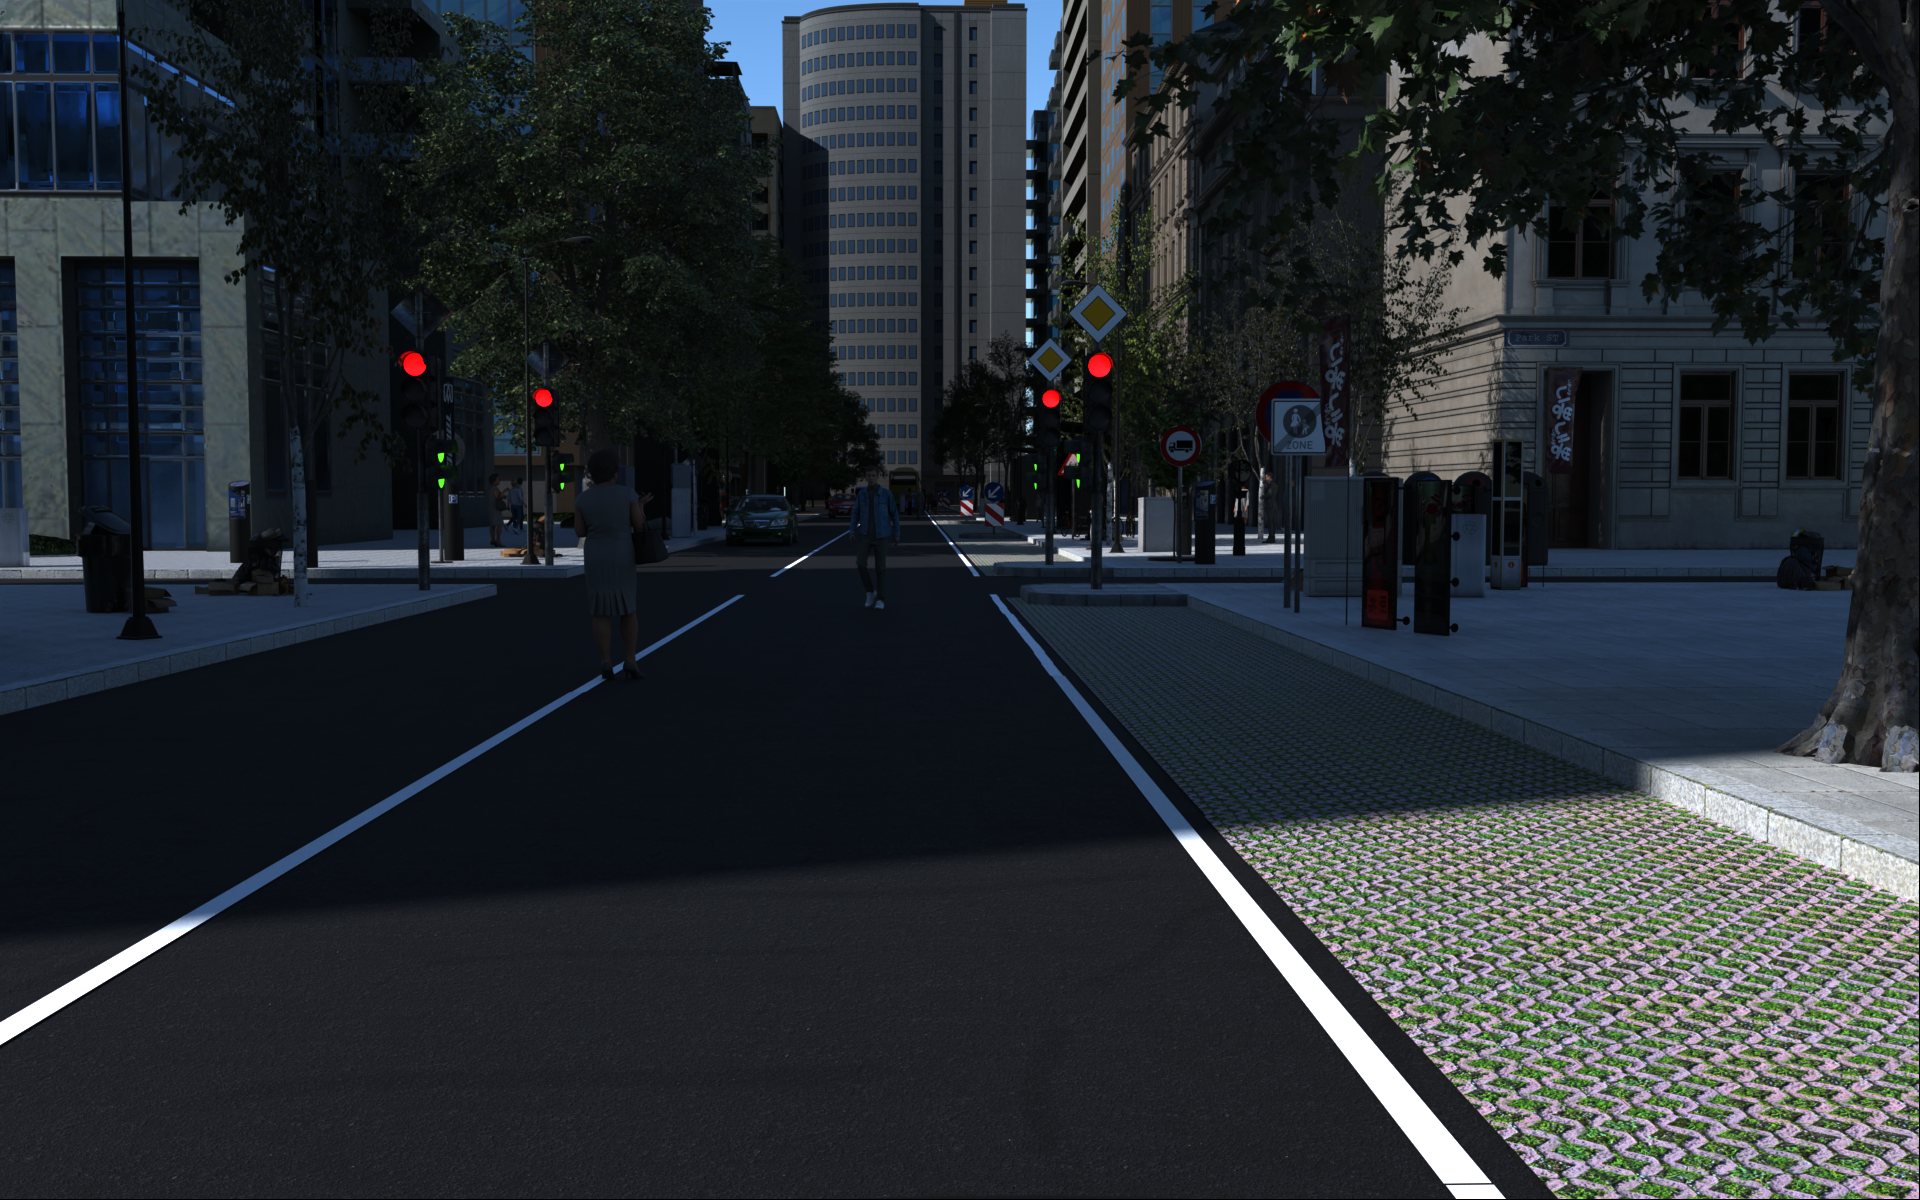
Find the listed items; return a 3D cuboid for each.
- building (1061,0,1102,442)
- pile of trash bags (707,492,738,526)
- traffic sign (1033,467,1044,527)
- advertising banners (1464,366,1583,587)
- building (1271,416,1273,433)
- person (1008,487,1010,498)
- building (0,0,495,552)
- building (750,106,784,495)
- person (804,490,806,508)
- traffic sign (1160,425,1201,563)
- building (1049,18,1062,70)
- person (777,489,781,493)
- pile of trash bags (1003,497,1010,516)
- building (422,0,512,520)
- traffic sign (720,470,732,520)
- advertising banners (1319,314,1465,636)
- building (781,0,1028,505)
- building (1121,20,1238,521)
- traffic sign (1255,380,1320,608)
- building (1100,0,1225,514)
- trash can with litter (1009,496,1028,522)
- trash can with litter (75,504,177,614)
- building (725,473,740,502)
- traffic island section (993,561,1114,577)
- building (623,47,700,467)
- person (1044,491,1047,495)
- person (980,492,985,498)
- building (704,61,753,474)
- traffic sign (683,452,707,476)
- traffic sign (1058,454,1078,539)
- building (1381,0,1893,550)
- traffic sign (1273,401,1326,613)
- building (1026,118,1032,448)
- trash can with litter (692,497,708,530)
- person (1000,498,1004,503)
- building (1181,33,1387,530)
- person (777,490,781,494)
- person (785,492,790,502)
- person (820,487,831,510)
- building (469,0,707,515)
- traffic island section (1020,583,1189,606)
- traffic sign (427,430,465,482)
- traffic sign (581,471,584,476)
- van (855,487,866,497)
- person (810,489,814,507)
[{"bbox_3d":[19.352,-31.156,133.105,21.300,48.544,21.600,0,4,-2],"label":"building"},{"bbox_3d":[-9.726,-3.752,71.093,1.912,1.369,3.447,0,4,-5],"label":"pile of trash bags"},{"bbox_3d":[3.251,-4.128,67.596,0.768,2.556,0.104,0,4,5],"label":"traffic sign"},{"bbox_3d":[7.543,-1.684,23.720,2.074,3.025,0.090,-1,4,-10],"label":"advertising banners"},{"bbox_3d":[45.920,-26.555,205.877,14.107,30.474,14.160,0,4,-2],"label":"building"},{"bbox_3d":[3.263,-6.867,118.459,1.348,1.807,0.705,1,4,20],"label":"person"},{"bbox_3d":[-27.352,-45.163,51.085,22.319,86.520,31.000,0,4,-2],"label":"building"},{"bbox_3d":[-31.650,-35.685,207.150,21.600,48.544,21.300,0,4,-2],"label":"building"},{"bbox_3d":[-14.393,-9.336,159.598,0.541,1.710,0.530,-2,4,-24],"label":"person"},{"bbox_3d":[4.078,-1.956,32.091,0.768,2.556,0.104,0,4,-1],"label":"traffic sign"},{"bbox_3d":[19.825,-33.007,159.266,23.786,49.044,30.456,0,4,-2],"label":"building"},{"bbox_3d":[-16.152,-9.014,153.862,0.568,1.767,0.683,-2,4,-27],"label":"person"},{"bbox_3d":[3.466,-5.657,102.250,1.912,1.369,3.447,1,4,9],"label":"pile of trash bags"},{"bbox_3d":[-25.746,-26.941,90.597,14.600,45.320,14.200,0,4,-2],"label":"building"},{"bbox_3d":[-11.760,-5.280,86.441,0.768,2.556,0.104,0,4,1],"label":"traffic sign"},{"bbox_3d":[4.010,-1.237,16.418,0.090,3.025,2.074,-2,4,-25],"label":"advertising banners"},{"bbox_3d":[-6.754,-40.708,207.567,28.212,58.520,21.231,0,4,-2],"label":"building"},{"bbox_3d":[16.313,-18.092,93.064,12.463,27.353,25.104,0,4,-2],"label":"building"},{"bbox_3d":[3.695,-1.185,19.480,0.768,2.556,0.104,0,4,8],"label":"traffic sign"},{"bbox_3d":[17.011,-28.436,115.033,14.600,45.320,14.200,0,4,-2],"label":"building"},{"bbox_3d":[2.674,-4.242,80.747,0.624,1.170,1.055,-3,4,-38],"label":"trash can with litter"},{"bbox_3d":[-9.031,-0.455,18.828,1.055,1.170,0.624,1,4,13],"label":"trash can with litter"},{"bbox_3d":[-35.169,-27.807,146.518,32.217,40.220,23.993,0,4,-2],"label":"building"},{"bbox_3d":[1.640,-0.556,31.373,2.009,0.180,2.903,0,4,-2],"label":"traffic island section"},{"bbox_3d":[-24.805,-20.852,112.633,14.160,30.474,14.107,0,4,-2],"label":"building"},{"bbox_3d":[5.406,-6.677,115.154,1.348,1.831,0.705,0,4,5],"label":"person"},{"bbox_3d":[1.988,-9.039,154.375,0.434,1.755,0.990,0,4,-5],"label":"person"},{"bbox_3d":[-27.201,-29.534,166.467,14.086,41.232,14.154,0,4,-2],"label":"building"},{"bbox_3d":[-8.131,-3.251,52.889,0.795,2.593,0.064,0,4,5],"label":"traffic sign"},{"bbox_3d":[3.195,-2.992,48.925,0.884,2.594,0.081,0,4,5],"label":"traffic sign"},{"bbox_3d":[22.020,-12.731,44.309,21.152,22.565,11.583,0,4,-2],"label":"building"},{"bbox_3d":[3.641,-1.010,18.648,0.606,2.300,0.079,0,4,0],"label":"traffic sign"},{"bbox_3d":[22.521,-36.131,210.348,30.456,49.044,23.786,0,4,-2],"label":"building"},{"bbox_3d":[-9.274,-3.071,61.590,0.624,1.170,1.055,-1,4,-12],"label":"trash can with litter"},{"bbox_3d":[3.392,-8.149,139.799,1.217,1.766,0.721,2,4,34],"label":"person"},{"bbox_3d":[17.192,-13.870,68.572,13.314,21.916,24.055,0,4,-2],"label":"building"},{"bbox_3d":[-13.690,-7.568,131.253,0.415,1.643,0.593,0,4,-1],"label":"person"},{"bbox_3d":[-12.858,-7.277,128.289,0.557,1.426,1.065,2,4,29],"label":"person"},{"bbox_3d":[-11.057,-8.430,143.501,0.705,1.869,1.348,3,4,37],"label":"person"},{"bbox_3d":[-26.453,-29.165,126.966,14.600,45.320,14.200,0,4,-2],"label":"building"},{"bbox_3d":[1.864,-0.068,23.391,2.009,0.180,2.903,0,4,-2],"label":"traffic island section"},{"bbox_3d":[-10.181,-2.090,34.283,0.768,2.556,0.104,0,4,-1],"label":"traffic sign"},{"bbox_3d":[-10.802,-3.146,51.433,0.884,2.594,0.081,0,4,-1],"label":"traffic sign"},{"bbox_3d":[-7.907,-8.628,145.446,2.240,2.365,5.245,0,4,-1],"label":"van"},{"bbox_3d":[-14.222,-9.823,166.779,0.705,1.807,1.348,-1,4,-14],"label":"person"}]
